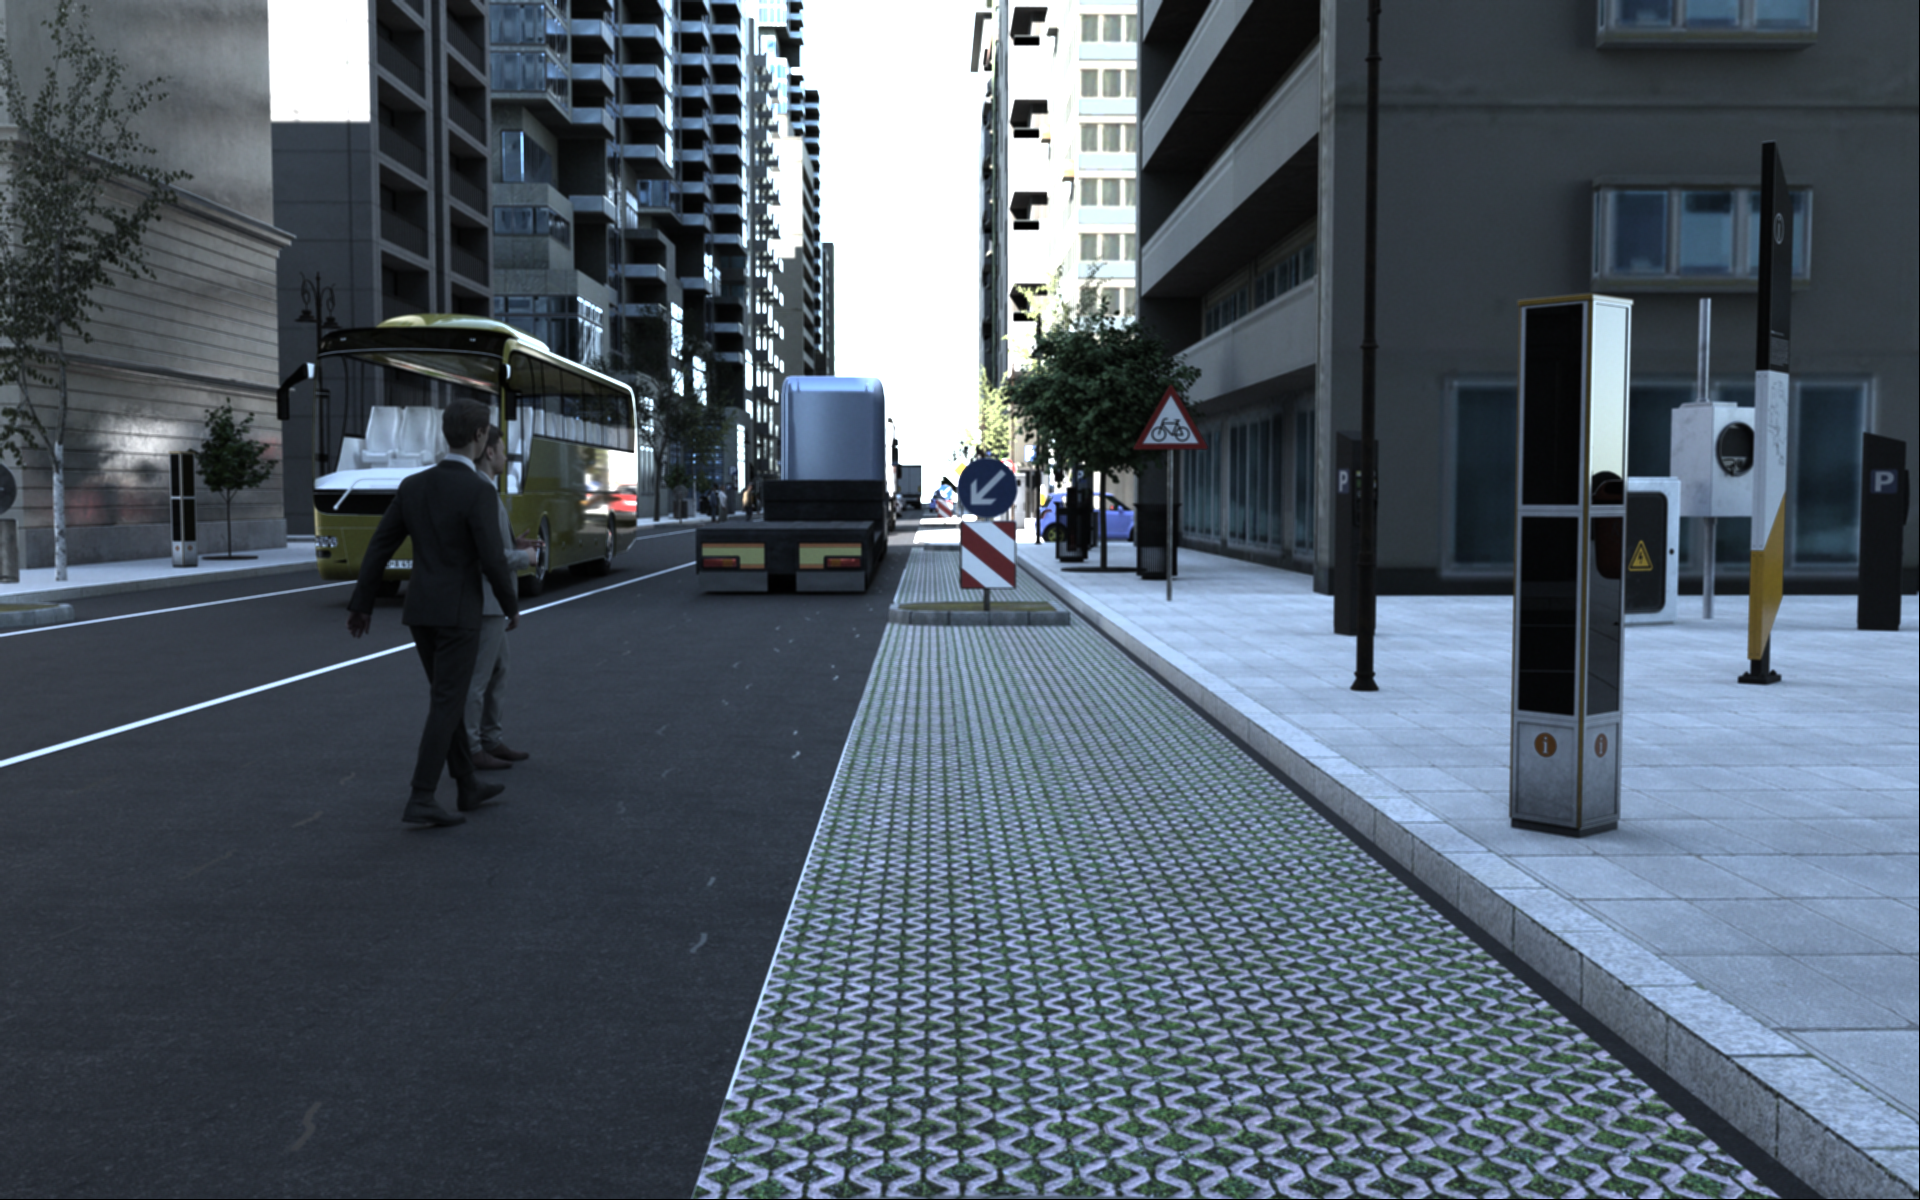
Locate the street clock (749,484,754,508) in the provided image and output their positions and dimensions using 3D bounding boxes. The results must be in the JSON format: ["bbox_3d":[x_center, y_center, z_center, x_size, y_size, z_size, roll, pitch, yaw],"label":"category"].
[{"bbox_3d":[-14.781,-7.228,122.753,0.358,2.002,0.471,-2,4,-33],"label":"street clock"}]

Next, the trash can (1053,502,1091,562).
[{"bbox_3d":[2.111,-1.286,32.686,0.748,1.137,0.748,0,3,0],"label":"trash can"}]

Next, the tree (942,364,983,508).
[{"bbox_3d":[1.624,-8.975,97.103,4.737,8.622,4.395,0,3,0],"label":"tree"}]

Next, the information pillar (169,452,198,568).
[{"bbox_3d":[-13.605,-1.581,30.348,0.304,2.012,0.304,2,4,28],"label":"information pillar"}]

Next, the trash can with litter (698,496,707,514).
[{"bbox_3d":[-16.574,-6.120,111.448,0.624,1.170,1.055,-1,4,-16],"label":"trash can with litter"}]

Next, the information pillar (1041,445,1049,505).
[{"bbox_3d":[3.170,-4.465,64.350,0.183,3.616,0.504,2,4,29],"label":"information pillar"}]

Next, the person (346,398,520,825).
[{"bbox_3d":[-2.219,0.038,7.654,0.659,1.850,0.755,2,4,28],"label":"person"}]

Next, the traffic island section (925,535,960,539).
[{"bbox_3d":[-0.058,-1.862,52.727,2.009,0.180,2.903,0,4,-1],"label":"traffic island section"}]

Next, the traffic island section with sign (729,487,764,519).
[{"bbox_3d":[-12.473,-5.680,101.494,1.989,1.847,2.006,0,4,-1],"label":"traffic island section with sign"}]

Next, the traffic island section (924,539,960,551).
[{"bbox_3d":[0.078,-1.374,44.743,2.009,0.180,2.903,0,4,-1],"label":"traffic island section"}]

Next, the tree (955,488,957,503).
[{"bbox_3d":[-0.484,-16.139,258.478,1.663,3.219,1.824,0,3,0],"label":"tree"}]

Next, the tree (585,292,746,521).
[{"bbox_3d":[-14.240,-8.946,80.684,8.767,10.594,7.601,0,4,-7],"label":"tree"}]

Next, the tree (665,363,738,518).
[{"bbox_3d":[-14.271,-8.810,94.408,4.737,8.622,4.395,0,3,0],"label":"tree"}]

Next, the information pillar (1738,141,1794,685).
[{"bbox_3d":[5.510,-1.249,11.770,0.183,3.616,0.504,3,5,40],"label":"information pillar"}]

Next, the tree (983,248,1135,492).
[{"bbox_3d":[3.452,-6.271,52.901,4.737,8.622,4.395,0,3,0],"label":"tree"}]

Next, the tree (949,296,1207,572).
[{"bbox_3d":[2.380,-2.768,28.977,4.285,4.588,4.351,0,3,0],"label":"tree"}]

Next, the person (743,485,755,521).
[{"bbox_3d":[-9.138,-4.067,74.912,0.656,1.842,0.836,1,4,18],"label":"person"}]

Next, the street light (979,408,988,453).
[{"bbox_3d":[1.251,-7.364,93.193,0.468,5.910,1.993,0,4,-1],"label":"street light"}]

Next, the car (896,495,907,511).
[{"bbox_3d":[-5.641,-8.452,150.558,2.083,1.381,4.827,0,4,1],"label":"car"}]

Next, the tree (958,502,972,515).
[{"bbox_3d":[1.067,-6.872,106.953,1.663,3.219,1.824,0,3,0],"label":"tree"}]

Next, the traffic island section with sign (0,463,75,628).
[{"bbox_3d":[-11.086,-0.649,19.243,1.989,1.847,2.006,0,4,-1],"label":"traffic island section with sign"}]

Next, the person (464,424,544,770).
[{"bbox_3d":[-2.415,-0.024,9.093,0.583,1.804,0.606,-2,4,-35],"label":"person"}]

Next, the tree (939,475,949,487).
[{"bbox_3d":[-1.269,-16.324,250.606,4.285,4.588,4.351,0,3,0],"label":"tree"}]

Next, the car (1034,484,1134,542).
[{"bbox_3d":[3.900,-2.363,48.221,3.694,1.707,1.945,0,4,-1],"label":"car"}]

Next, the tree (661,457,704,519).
[{"bbox_3d":[-14.575,-5.849,90.233,1.663,3.219,1.824,0,3,0],"label":"tree"}]

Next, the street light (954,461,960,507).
[{"bbox_3d":[-0.068,-12.118,170.910,0.468,5.910,1.993,0,4,-1],"label":"street light"}]

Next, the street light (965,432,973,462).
[{"bbox_3d":[0.828,-9.387,126.262,0.468,5.910,1.993,0,4,-1],"label":"street light"}]

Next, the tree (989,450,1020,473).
[{"bbox_3d":[1.927,-4.973,75.910,1.663,3.219,1.824,0,3,0],"label":"tree"}]

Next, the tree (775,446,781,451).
[{"bbox_3d":[-16.844,-18.013,204.882,12.009,13.543,11.850,0,3,0],"label":"tree"}]

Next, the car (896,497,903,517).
[{"bbox_3d":[-4.583,-5.829,107.658,2.083,1.381,4.827,0,4,0],"label":"car"}]

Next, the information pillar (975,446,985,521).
[{"bbox_3d":[0.966,-5.654,83.797,0.504,3.616,0.183,-2,4,-33],"label":"information pillar"}]

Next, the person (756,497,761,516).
[{"bbox_3d":[-13.058,-6.044,112.000,0.352,1.250,0.332,1,4,16],"label":"person"}]

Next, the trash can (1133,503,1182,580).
[{"bbox_3d":[2.959,-0.878,26.006,0.748,1.137,0.748,0,3,0],"label":"trash can"}]

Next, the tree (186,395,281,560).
[{"bbox_3d":[-14.383,-2.411,34.023,1.663,3.219,1.824,0,3,0],"label":"tree"}]

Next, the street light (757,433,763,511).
[{"bbox_3d":[-14.909,-9.564,129.157,0.468,5.910,1.993,0,4,-1],"label":"street light"}]

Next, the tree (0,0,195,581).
[{"bbox_3d":[-13.531,-4.584,25.314,4.360,8.622,3.978,0,3,0],"label":"tree"}]

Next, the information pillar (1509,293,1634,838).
[{"bbox_3d":[2.320,-0.128,6.588,0.304,2.012,0.304,-3,5,-40],"label":"information pillar"}]

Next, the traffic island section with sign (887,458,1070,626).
[{"bbox_3d":[0.180,-0.672,19.616,1.989,1.847,2.006,0,4,-1],"label":"traffic island section with sign"}]

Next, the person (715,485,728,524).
[{"bbox_3d":[-9.666,-3.750,70.043,0.641,1.798,0.478,1,4,21],"label":"person"}]

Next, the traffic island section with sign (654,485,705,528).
[{"bbox_3d":[-12.030,-4.031,74.543,1.989,1.847,2.006,0,4,-1],"label":"traffic island section with sign"}]

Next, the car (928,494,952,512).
[{"bbox_3d":[-1.572,-7.853,137.990,1.945,1.707,3.694,0,4,-1],"label":"car"}]

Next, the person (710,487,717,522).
[{"bbox_3d":[-12.640,-4.906,88.901,0.419,1.800,0.721,-1,4,-18],"label":"person"}]

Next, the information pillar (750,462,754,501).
[{"bbox_3d":[-15.212,-8.261,126.420,0.183,3.616,0.504,1,4,18],"label":"information pillar"}]

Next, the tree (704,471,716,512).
[{"bbox_3d":[-18.482,-7.877,123.385,1.663,3.219,1.824,0,3,0],"label":"tree"}]
